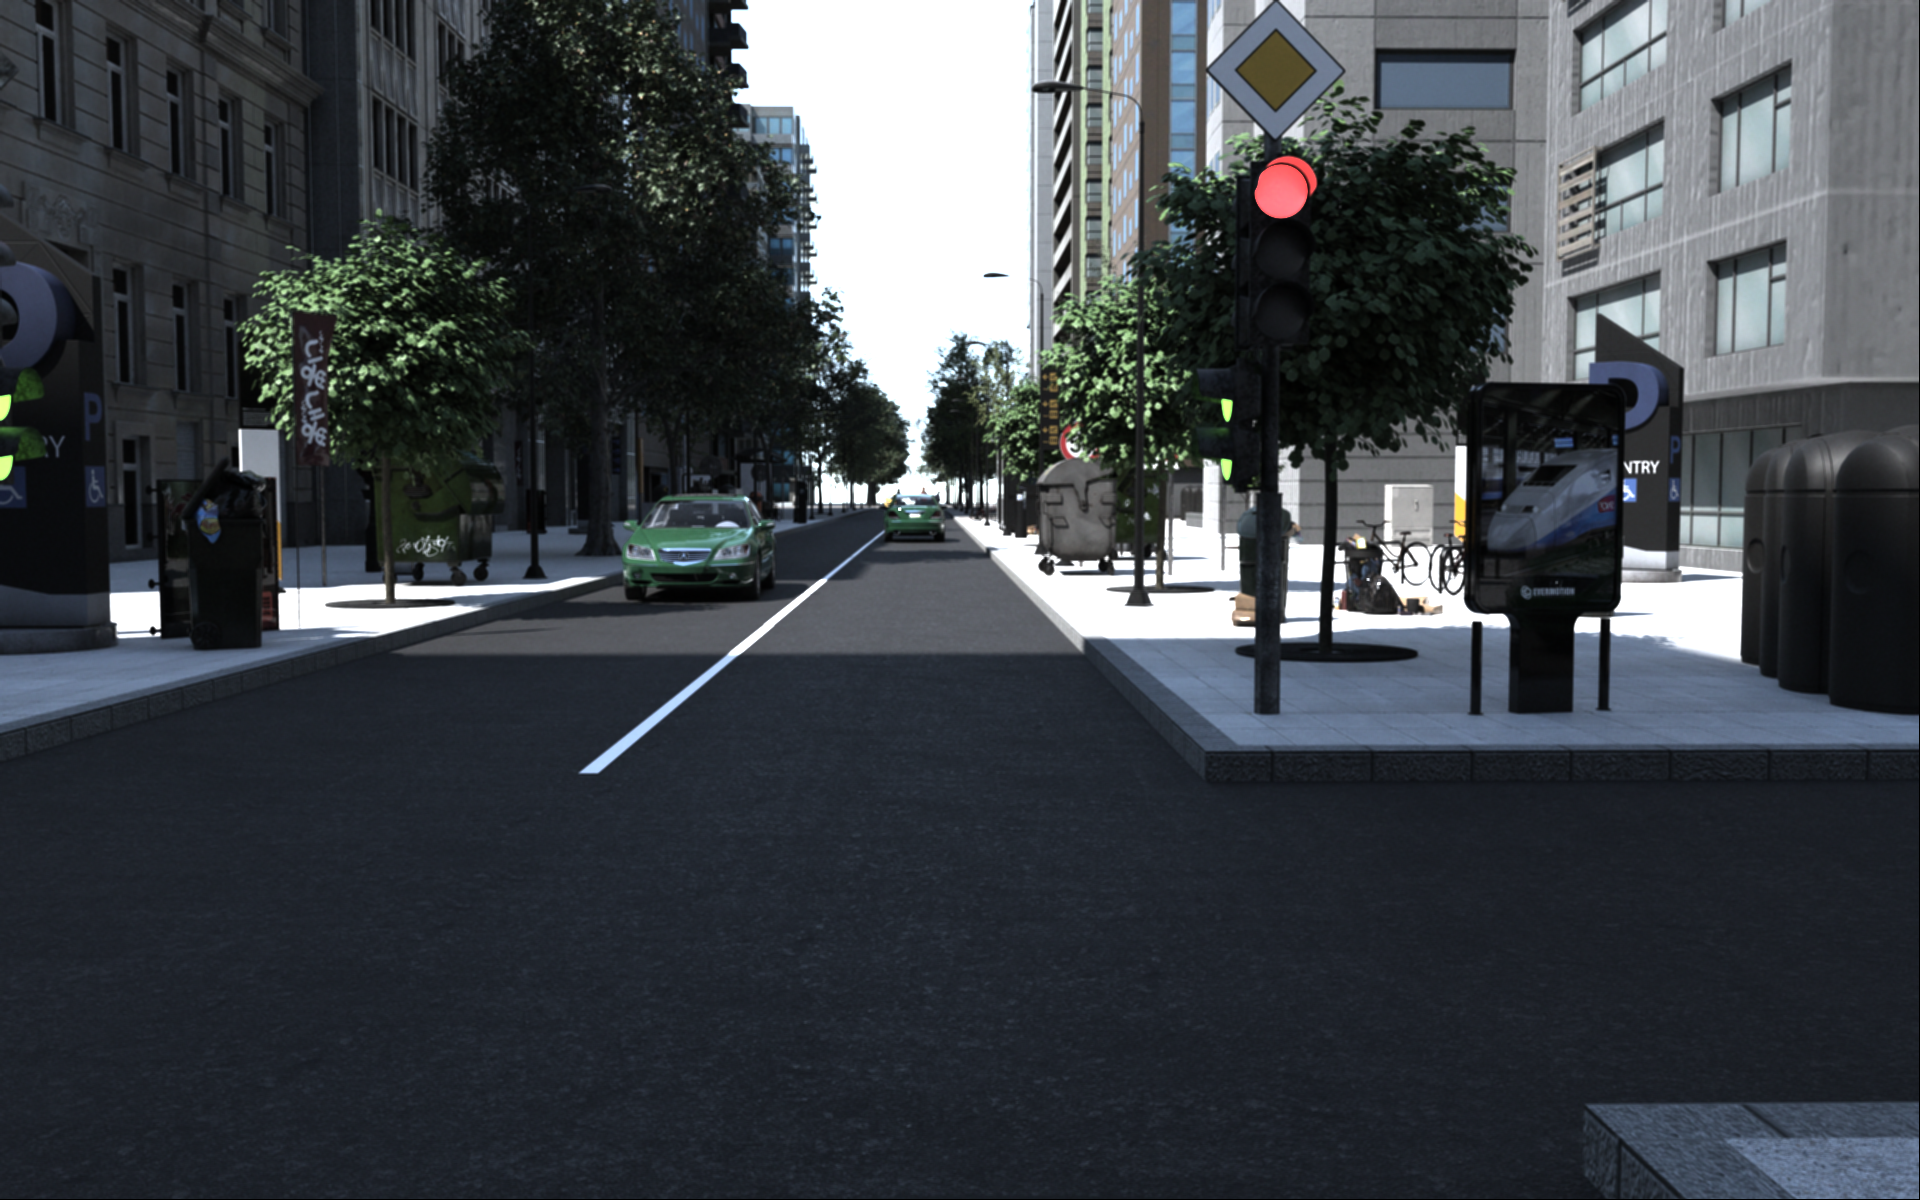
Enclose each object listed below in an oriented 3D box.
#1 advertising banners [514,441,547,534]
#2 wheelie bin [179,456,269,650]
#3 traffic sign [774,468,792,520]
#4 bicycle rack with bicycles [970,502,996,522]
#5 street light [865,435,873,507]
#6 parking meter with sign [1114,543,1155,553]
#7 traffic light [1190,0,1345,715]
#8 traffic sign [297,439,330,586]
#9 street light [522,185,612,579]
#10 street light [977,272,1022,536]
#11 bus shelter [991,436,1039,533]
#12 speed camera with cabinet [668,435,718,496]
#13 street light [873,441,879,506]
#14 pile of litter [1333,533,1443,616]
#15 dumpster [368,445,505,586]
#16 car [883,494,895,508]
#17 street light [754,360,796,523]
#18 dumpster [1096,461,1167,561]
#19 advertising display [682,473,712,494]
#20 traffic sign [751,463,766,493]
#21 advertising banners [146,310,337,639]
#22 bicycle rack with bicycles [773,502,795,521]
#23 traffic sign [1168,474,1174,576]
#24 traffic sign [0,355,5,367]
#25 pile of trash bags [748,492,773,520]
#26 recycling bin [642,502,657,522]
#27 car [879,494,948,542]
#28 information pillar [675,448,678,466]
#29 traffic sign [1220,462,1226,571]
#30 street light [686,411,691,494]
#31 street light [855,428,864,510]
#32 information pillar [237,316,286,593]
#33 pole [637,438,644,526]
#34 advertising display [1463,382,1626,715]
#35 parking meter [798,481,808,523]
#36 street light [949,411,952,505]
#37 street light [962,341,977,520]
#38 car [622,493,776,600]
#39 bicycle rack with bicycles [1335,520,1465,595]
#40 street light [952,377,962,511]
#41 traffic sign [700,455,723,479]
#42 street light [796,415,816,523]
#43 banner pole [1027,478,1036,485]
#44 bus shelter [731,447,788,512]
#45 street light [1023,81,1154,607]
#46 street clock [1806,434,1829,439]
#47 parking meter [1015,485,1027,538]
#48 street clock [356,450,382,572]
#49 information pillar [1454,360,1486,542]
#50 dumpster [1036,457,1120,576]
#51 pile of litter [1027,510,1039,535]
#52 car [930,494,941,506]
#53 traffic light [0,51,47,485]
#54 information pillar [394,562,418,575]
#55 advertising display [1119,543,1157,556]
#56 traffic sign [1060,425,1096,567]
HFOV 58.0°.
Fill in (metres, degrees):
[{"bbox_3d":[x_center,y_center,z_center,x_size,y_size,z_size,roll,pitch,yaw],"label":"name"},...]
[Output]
[{"bbox_3d":[-13.959,-3.673,56.239,0.090,3.025,2.074,-3,5,-41],"label":"advertising banners"},{"bbox_3d":[-6.168,-0.406,14.549,0.693,1.594,0.980,-2,4,-26],"label":"wheelie bin"},{"bbox_3d":[-8.737,-5.226,85.443,0.884,2.594,0.081,0,4,6],"label":"traffic sign"},{"bbox_3d":[2.166,-4.047,79.558,2.925,0.926,2.852,1,4,17],"label":"bicycle rack with bicycles"},{"bbox_3d":[-7.790,-10.024,136.434,1.470,5.913,1.316,0,4,-1],"label":"street light"},{"bbox_3d":[3.710,-2.580,38.436,0.543,3.016,1.738,-2,4,-32],"label":"parking meter with sign"},{"bbox_3d":[1.779,-1.291,10.028,0.839,4.253,0.868,0,4,-1],"label":"traffic light"},{"bbox_3d":[-8.854,-1.400,24.068,0.795,2.450,0.064,0,4,7],"label":"traffic sign"},{"bbox_3d":[-5.918,-3.279,26.145,1.470,5.913,1.316,0,4,-1],"label":"street light"},{"bbox_3d":[1.174,-3.906,36.397,1.470,5.913,1.316,0,4,-1],"label":"street light"},{"bbox_3d":[2.208,-5.091,60.876,2.179,5.291,8.768,0,4,-1],"label":"bus shelter"},{"bbox_3d":[-9.036,-3.936,58.681,0.660,3.252,2.038,2,4,29],"label":"speed camera with cabinet"},{"bbox_3d":[-8.152,-11.026,152.809,1.470,5.913,1.316,0,4,-1],"label":"street light"},{"bbox_3d":[4.603,-0.306,18.971,1.176,0.858,1.719,0,4,-6],"label":"pile of litter"},{"bbox_3d":[-7.477,-1.361,24.745,1.502,2.255,1.985,0,4,-1],"label":"dumpster"},{"bbox_3d":[-6.542,-9.850,171.278,2.015,1.641,3.980,0,4,0],"label":"car"},{"bbox_3d":[-6.541,-5.339,59.838,1.470,5.913,1.316,0,4,-1],"label":"street light"},{"bbox_3d":[3.334,-1.924,33.955,1.502,2.255,1.985,0,4,-1],"label":"dumpster"},{"bbox_3d":[-8.220,-2.996,54.206,0.974,1.923,0.123,-2,4,-31],"label":"advertising display"},{"bbox_3d":[-8.304,-4.389,71.860,0.768,2.556,0.104,1,4,9],"label":"traffic sign"},{"bbox_3d":[-6.583,-1.215,16.051,0.090,3.025,2.074,2,4,30],"label":"advertising banners"},{"bbox_3d":[-8.520,-4.254,82.928,2.852,0.926,2.925,0,4,-6],"label":"bicycle rack with bicycles"},{"bbox_3d":[3.298,-1.650,27.083,0.768,2.556,0.104,0,4,7],"label":"traffic sign"},{"bbox_3d":[-7.764,-0.816,13.444,0.768,2.556,0.104,0,4,3],"label":"traffic sign"},{"bbox_3d":[-7.712,-3.242,62.766,1.912,1.369,3.447,-1,4,-21],"label":"pile of trash bags"},{"bbox_3d":[-9.101,-2.424,52.192,0.722,1.027,0.722,-3,5,-42],"label":"recycling bin"},{"bbox_3d":[-1.419,-2.534,53.231,2.131,1.459,4.920,0,4,-2],"label":"car"},{"bbox_3d":[-13.890,-5.715,84.802,0.183,3.616,0.504,-1,4,-17],"label":"information pillar"},{"bbox_3d":[4.377,-1.753,28.760,0.768,2.556,0.104,0,4,3],"label":"traffic sign"},{"bbox_3d":[-6.306,-4.346,43.596,1.470,5.913,1.316,0,4,-1],"label":"street light"},{"bbox_3d":[-7.537,-9.031,120.192,1.470,5.913,1.316,0,4,-1],"label":"street light"},{"bbox_3d":[-8.974,-1.888,22.219,0.504,3.616,0.183,-3,4,-39],"label":"information pillar"},{"bbox_3d":[-11.656,-4.244,63.235,0.158,3.312,0.155,0,3,0],"label":"pole"},{"bbox_3d":[3.417,-0.301,10.135,0.974,1.923,0.123,-1,4,-14],"label":"advertising display"},{"bbox_3d":[-6.869,-4.278,75.648,0.399,1.863,0.255,0,4,1],"label":"parking meter"},{"bbox_3d":[0.305,-6.886,85.121,1.470,5.913,1.316,0,4,-1],"label":"street light"},{"bbox_3d":[0.895,-4.899,52.639,1.470,5.913,1.316,0,4,-1],"label":"street light"},{"bbox_3d":[-3.687,-0.808,25.010,2.131,1.459,4.920,0,4,-2],"label":"car"},{"bbox_3d":[6.449,-0.616,23.452,2.925,0.926,2.852,-3,5,-40],"label":"bicycle rack with bicycles"},{"bbox_3d":[0.542,-5.892,68.879,1.470,5.913,1.316,0,4,-1],"label":"street light"},{"bbox_3d":[-8.206,-3.485,57.082,0.768,2.556,0.104,0,4,4],"label":"traffic sign"},{"bbox_3d":[-6.788,-6.416,77.448,1.470,5.913,1.316,0,4,-1],"label":"street light"},{"bbox_3d":[2.602,-4.038,56.033,0.863,3.779,0.401,-1,4,-13],"label":"banner pole"},{"bbox_3d":[-8.897,-5.095,77.230,2.014,3.302,5.546,0,4,-1],"label":"bus shelter"},{"bbox_3d":[1.507,-2.881,19.646,1.470,5.913,1.316,0,4,-1],"label":"street light"},{"bbox_3d":[10.405,-1.002,20.955,0.471,2.002,0.358,3,5,45],"label":"street clock"},{"bbox_3d":[1.774,-2.566,50.363,0.372,1.533,0.369,0,3,0],"label":"parking meter"},{"bbox_3d":[-9.646,-1.460,28.434,0.471,2.002,0.358,1,4,17],"label":"street clock"},{"bbox_3d":[8.816,-2.357,29.891,0.504,3.616,0.183,1,4,11],"label":"information pillar"},{"bbox_3d":[1.894,-1.349,27.809,1.264,1.857,1.865,0,4,-1],"label":"dumpster"},{"bbox_3d":[2.518,-2.488,54.638,1.719,0.858,1.176,0,4,-3],"label":"pile of litter"},{"bbox_3d":[-2.362,-6.846,123.929,2.014,1.417,4.499,0,4,0],"label":"car"},{"bbox_3d":[-5.731,-1.282,9.880,0.839,4.253,0.868,0,4,-1],"label":"traffic light"},{"bbox_3d":[-8.791,-1.404,27.451,0.304,2.012,0.304,0,4,0],"label":"information pillar"},{"bbox_3d":[3.741,-1.893,36.161,0.974,1.923,0.123,-2,4,-25],"label":"advertising display"},{"bbox_3d":[2.119,-1.842,30.224,0.768,2.556,0.104,0,4,5],"label":"traffic sign"}]
